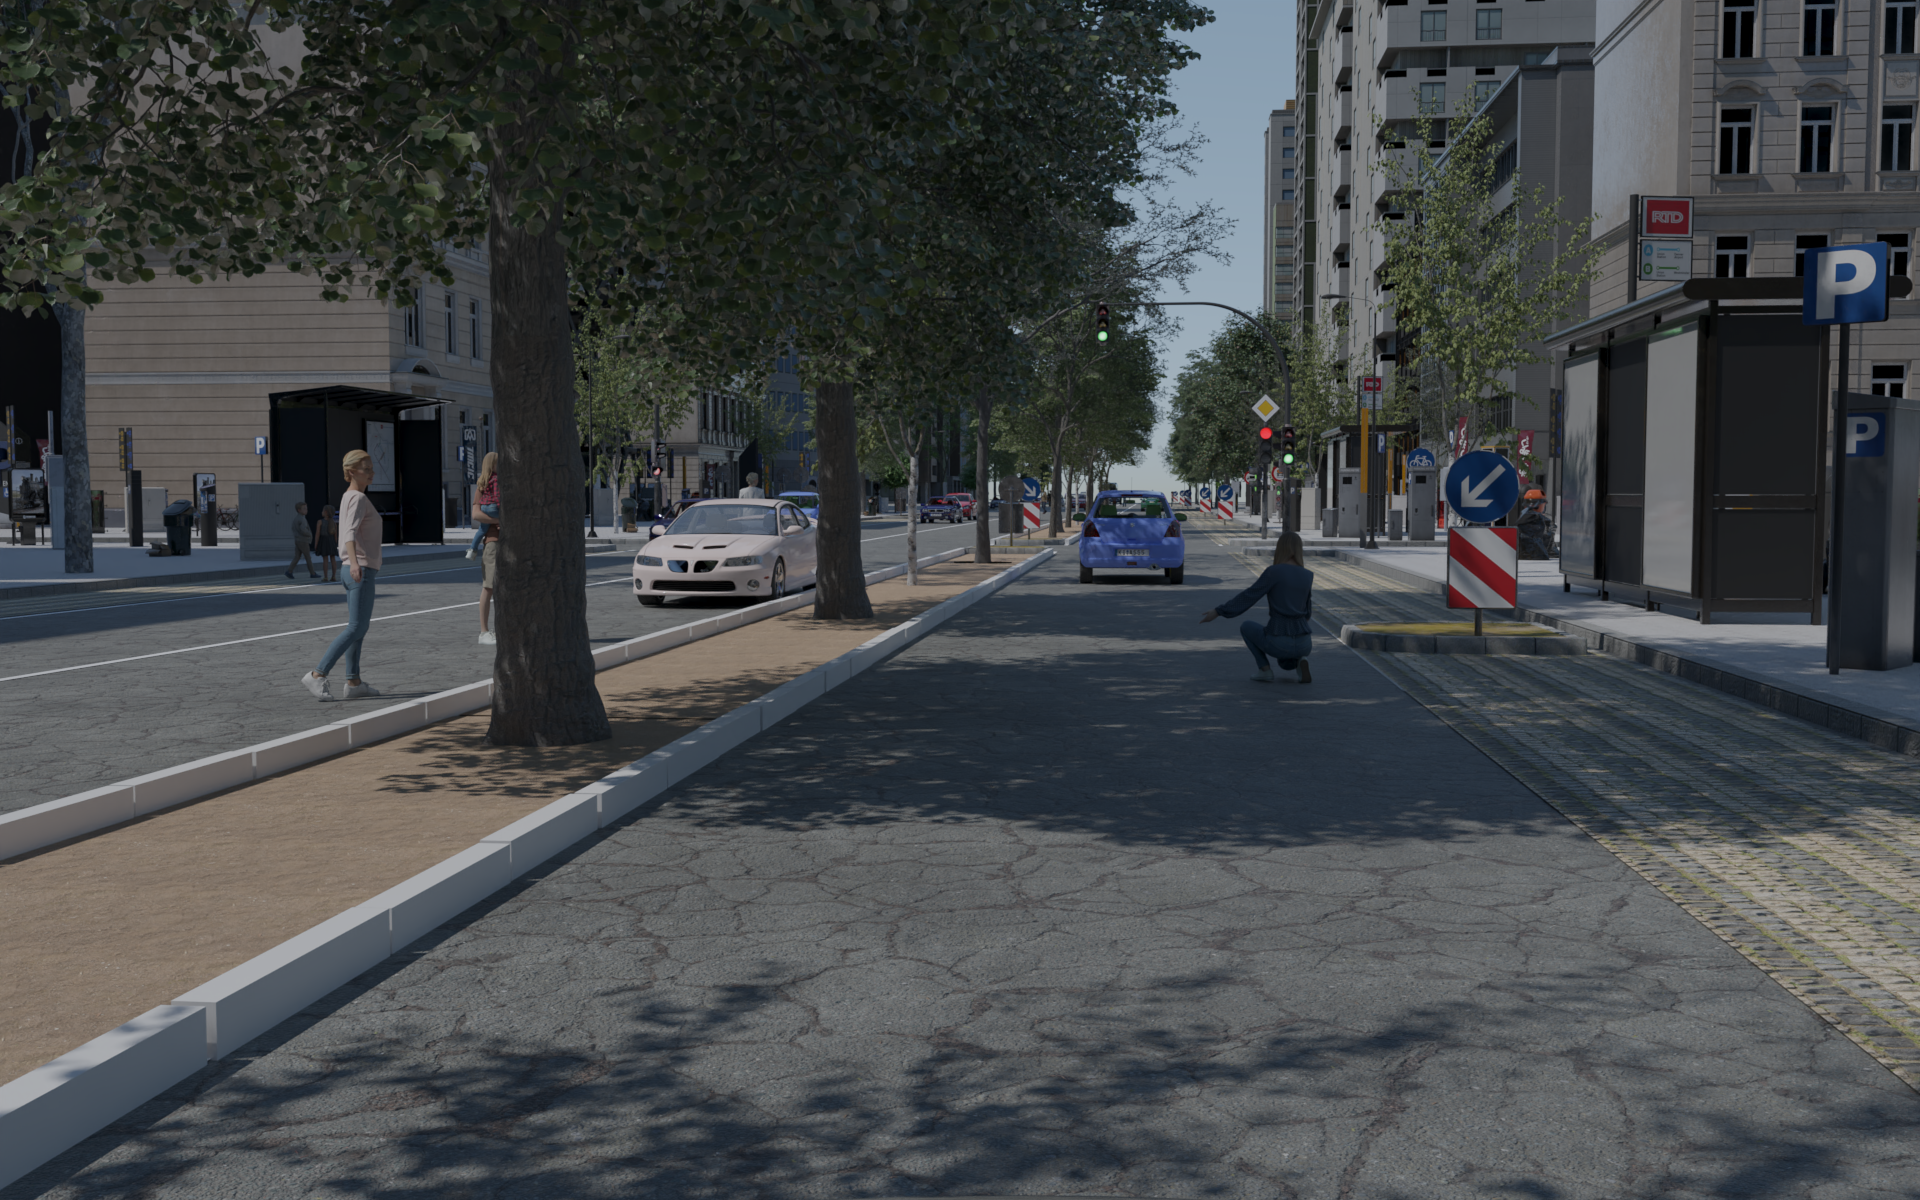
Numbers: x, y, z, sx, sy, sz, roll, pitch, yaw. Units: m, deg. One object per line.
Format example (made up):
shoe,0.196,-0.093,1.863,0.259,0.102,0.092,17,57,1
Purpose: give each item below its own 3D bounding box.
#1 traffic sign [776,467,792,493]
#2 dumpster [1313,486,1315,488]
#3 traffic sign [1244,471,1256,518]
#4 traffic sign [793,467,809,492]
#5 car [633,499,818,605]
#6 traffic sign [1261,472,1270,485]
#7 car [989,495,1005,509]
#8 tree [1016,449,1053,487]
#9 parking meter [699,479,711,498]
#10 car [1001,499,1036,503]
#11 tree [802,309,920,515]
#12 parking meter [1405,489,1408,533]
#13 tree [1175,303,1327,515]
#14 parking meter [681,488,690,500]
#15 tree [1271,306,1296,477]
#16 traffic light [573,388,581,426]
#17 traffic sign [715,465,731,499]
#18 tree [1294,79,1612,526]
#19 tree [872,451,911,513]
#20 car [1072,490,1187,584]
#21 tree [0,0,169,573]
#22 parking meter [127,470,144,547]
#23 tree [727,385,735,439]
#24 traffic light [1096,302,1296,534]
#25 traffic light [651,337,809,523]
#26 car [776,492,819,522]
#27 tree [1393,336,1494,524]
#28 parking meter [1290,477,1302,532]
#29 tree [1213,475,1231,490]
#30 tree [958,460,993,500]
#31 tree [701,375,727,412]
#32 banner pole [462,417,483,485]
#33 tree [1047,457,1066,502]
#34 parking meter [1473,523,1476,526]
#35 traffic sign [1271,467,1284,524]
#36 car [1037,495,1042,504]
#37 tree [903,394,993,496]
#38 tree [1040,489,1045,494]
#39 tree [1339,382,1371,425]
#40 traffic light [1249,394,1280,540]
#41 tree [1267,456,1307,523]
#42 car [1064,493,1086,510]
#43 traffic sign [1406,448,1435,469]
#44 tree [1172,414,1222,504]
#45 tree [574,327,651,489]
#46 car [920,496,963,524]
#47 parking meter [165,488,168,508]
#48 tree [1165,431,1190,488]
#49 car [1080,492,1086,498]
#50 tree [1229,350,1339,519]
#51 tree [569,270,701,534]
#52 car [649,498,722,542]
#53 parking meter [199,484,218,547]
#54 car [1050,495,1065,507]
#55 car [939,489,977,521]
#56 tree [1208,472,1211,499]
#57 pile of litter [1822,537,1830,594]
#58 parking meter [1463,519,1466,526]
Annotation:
traffic sign,-8.441,-5.066,82.940,0.768,2.556,0.104,1,4,15
dumpster,17.808,-4.959,83.575,1.502,2.255,1.985,0,4,6
traffic sign,15.845,-5.763,94.333,0.768,2.556,0.104,1,4,15
traffic sign,-7.403,-4.924,80.615,0.768,2.556,0.104,0,4,8
car,-3.054,-0.700,23.802,2.083,1.381,4.827,0,4,7
traffic sign,14.087,-4.778,80.253,0.606,2.300,0.079,1,4,11
car,3.758,-9.138,161.982,1.945,1.354,3.894,0,4,6
tree,9.630,-19.955,243.278,9.611,12.733,9.660,0,3,0
parking meter,-9.975,-3.796,67.768,0.399,1.863,0.255,-3,4,-37
car,3.253,-4.995,93.667,2.014,1.417,4.499,1,4,8
tree,-5.973,-11.503,106.201,7.486,12.596,7.792,0,3,0
parking meter,15.026,-3.010,57.631,0.372,1.533,0.369,0,3,0
tree,17.829,-11.458,104.345,9.611,12.733,9.660,0,3,0
parking meter,-11.861,-4.070,74.957,0.372,1.533,0.369,0,3,0
tree,13.466,-6.990,64.652,4.737,8.622,4.395,0,3,0
traffic light,-9.722,-3.293,42.768,0.839,4.253,0.868,0,4,6
traffic sign,-10.503,-4.677,76.582,0.768,2.556,0.104,1,4,14
tree,9.079,-4.941,31.148,4.737,8.622,4.395,0,3,0
tree,-4.408,-8.190,117.620,4.285,4.588,4.351,0,3,0
car,2.843,-1.185,28.968,1.945,1.707,3.694,0,4,4
tree,-13.544,-10.579,28.859,12.611,20.169,13.585,0,3,0
parking meter,-20.175,-2.242,42.372,0.255,1.863,0.399,-3,4,-38
tree,-11.403,-9.099,99.129,4.737,8.622,4.395,0,3,0
traffic light,5.595,-4.053,40.938,4.771,5.953,1.251,0,4,6
traffic light,-6.747,-4.639,50.508,4.771,5.953,1.251,0,4,6
car,-5.264,-2.845,56.099,1.945,1.707,3.694,0,4,5
tree,20.930,-7.636,75.217,4.360,8.622,3.978,0,3,0
parking meter,11.318,-3.229,58.510,0.255,1.863,0.399,-3,4,-38
tree,21.512,-8.896,140.043,1.663,3.219,1.824,0,3,0
tree,1.480,-11.195,166.747,4.285,4.588,4.351,0,3,0
tree,-10.751,-6.784,61.285,4.737,8.622,4.395,0,3,0
banner pole,-15.622,-4.026,55.839,0.863,3.779,0.401,-3,5,-41
tree,13.859,-21.389,275.471,9.928,11.665,9.643,0,3,0
parking meter,8.544,-1.210,28.199,0.372,1.533,0.369,0,3,0
traffic sign,13.839,-4.573,74.880,0.768,2.556,0.104,1,4,13
car,9.742,-12.399,215.304,1.945,1.354,3.894,0,4,7
tree,-1.311,-13.034,138.867,9.928,11.665,9.643,0,3,0
tree,11.958,-16.139,258.470,1.663,3.219,1.824,0,3,0
tree,25.248,-9.884,111.965,4.360,8.622,3.978,0,3,0
traffic light,8.570,-3.661,48.784,0.839,4.253,0.868,0,4,6
tree,14.428,-4.990,76.188,1.663,3.219,1.824,0,3,0
car,10.295,-8.797,152.871,2.155,1.783,4.494,0,4,4
traffic sign,12.740,-2.927,47.971,0.768,2.556,0.104,0,4,8
tree,29.561,-18.295,217.245,7.486,12.596,7.792,0,3,0
tree,-15.653,-7.737,76.865,4.360,8.622,3.978,0,3,0
car,-0.903,-4.460,85.507,1.945,1.354,3.894,0,4,8
parking meter,-38.910,-4.640,84.283,0.372,1.533,0.369,0,3,0
tree,33.175,-19.794,249.380,9.928,11.665,9.643,0,3,0
car,18.782,-15.335,259.400,2.281,1.827,5.304,0,4,6
tree,15.995,-8.402,87.742,4.360,8.622,3.978,0,3,0
tree,-11.410,-6.461,55.995,4.737,8.622,4.395,0,3,0
car,-5.963,-1.679,40.038,1.945,1.354,3.894,0,4,6
parking meter,-18.426,-2.083,42.468,0.372,1.533,0.369,0,3,0
car,11.033,-11.349,197.555,2.014,1.417,4.499,0,4,5
car,-0.090,-5.261,95.056,2.155,1.783,4.494,0,4,6
tree,25.923,-15.088,181.096,7.601,10.594,8.767,2,4,27
pile of litter,11.017,-0.480,21.812,1.176,0.858,1.719,-1,4,-14
parking meter,15.830,-2.949,53.932,0.255,1.863,0.399,1,4,20
